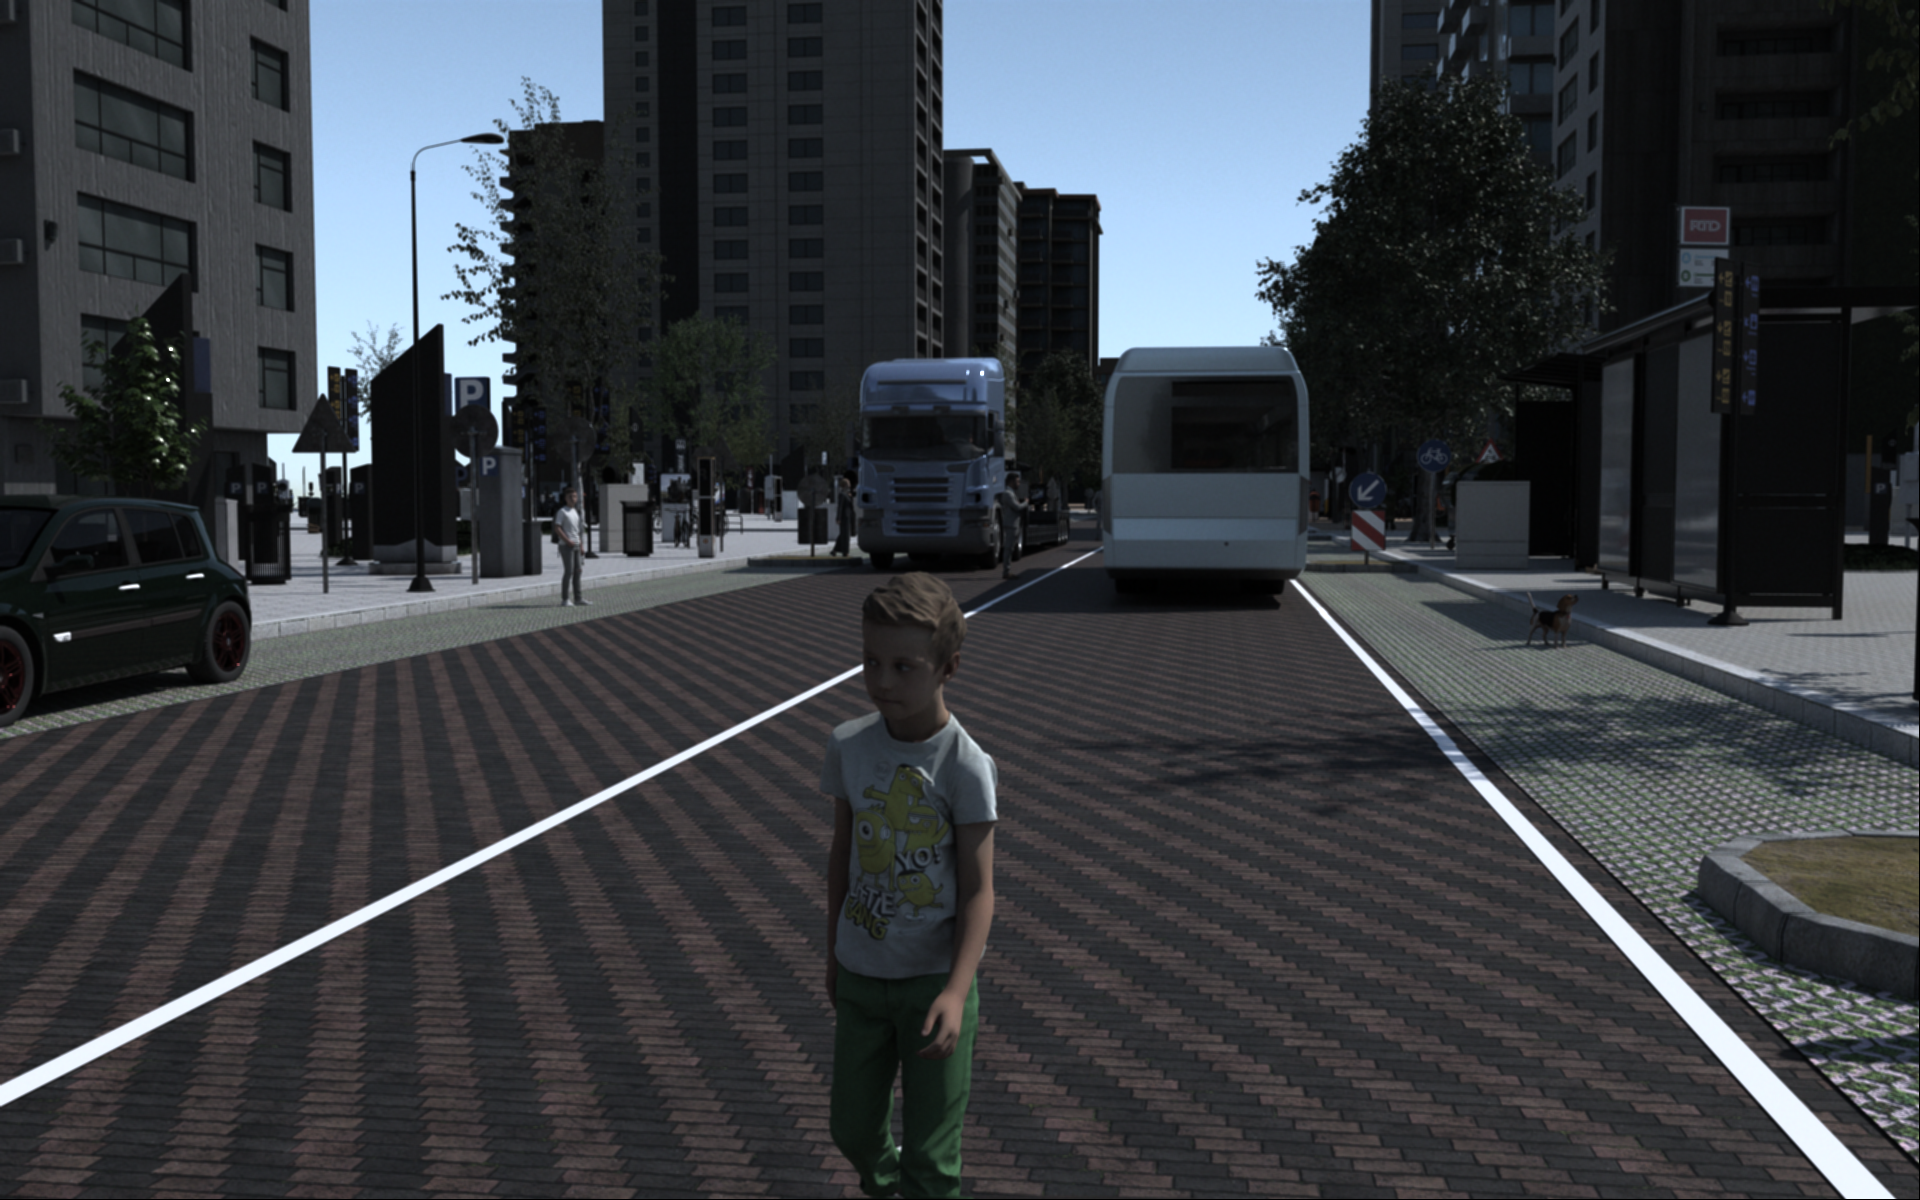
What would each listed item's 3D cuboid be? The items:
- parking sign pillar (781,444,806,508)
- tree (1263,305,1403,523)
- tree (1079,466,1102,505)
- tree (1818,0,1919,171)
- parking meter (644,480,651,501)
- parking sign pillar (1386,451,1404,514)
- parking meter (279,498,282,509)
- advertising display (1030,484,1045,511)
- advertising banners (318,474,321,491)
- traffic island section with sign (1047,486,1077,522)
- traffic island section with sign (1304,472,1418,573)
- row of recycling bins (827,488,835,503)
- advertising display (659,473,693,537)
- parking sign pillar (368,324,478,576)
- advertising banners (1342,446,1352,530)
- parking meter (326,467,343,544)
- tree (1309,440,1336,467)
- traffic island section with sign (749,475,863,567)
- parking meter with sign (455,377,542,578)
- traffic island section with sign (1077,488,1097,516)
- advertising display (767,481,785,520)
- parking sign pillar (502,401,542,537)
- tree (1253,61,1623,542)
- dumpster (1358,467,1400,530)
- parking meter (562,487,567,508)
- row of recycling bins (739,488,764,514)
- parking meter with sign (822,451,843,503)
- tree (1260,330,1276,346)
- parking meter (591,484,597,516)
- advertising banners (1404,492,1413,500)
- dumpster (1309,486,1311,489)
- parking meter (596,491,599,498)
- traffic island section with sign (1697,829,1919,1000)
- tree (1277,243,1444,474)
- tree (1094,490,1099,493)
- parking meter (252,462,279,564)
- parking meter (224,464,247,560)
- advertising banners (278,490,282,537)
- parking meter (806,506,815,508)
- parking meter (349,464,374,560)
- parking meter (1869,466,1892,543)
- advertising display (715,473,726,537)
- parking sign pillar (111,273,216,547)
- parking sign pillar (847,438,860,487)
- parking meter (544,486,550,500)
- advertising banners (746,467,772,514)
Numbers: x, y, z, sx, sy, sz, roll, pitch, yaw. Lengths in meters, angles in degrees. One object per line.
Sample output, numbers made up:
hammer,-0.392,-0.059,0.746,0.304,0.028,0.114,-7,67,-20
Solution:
parking sign pillar,-8.898,-6.378,92.757,1.447,3.967,1.447,1,4,13
tree,16.615,-8.674,76.228,8.767,10.594,7.601,1,4,12
tree,12.601,-10.846,161.044,4.285,4.588,4.351,0,3,0
tree,7.377,-3.729,11.328,4.737,8.622,4.395,0,3,0
parking meter,-12.419,-3.836,68.434,0.399,1.863,0.255,-3,5,-43
parking sign pillar,26.910,-7.277,107.452,1.447,3.967,1.447,-3,4,-37
parking meter,-47.929,-6.947,121.999,0.372,1.533,0.369,0,3,0
advertising display,4.791,-6.232,107.107,0.974,1.923,0.123,2,4,31
advertising banners,-53.950,-9.314,148.475,2.074,3.025,0.090,0,4,-3
traffic island section with sign,4.802,-4.901,88.759,1.989,1.847,2.006,1,4,8
traffic island section with sign,7.405,-1.442,32.207,1.989,1.847,2.006,1,4,8
row of recycling bins,-8.236,-6.944,120.641,3.534,1.692,1.069,2,4,33
advertising display,-8.506,-2.853,51.861,0.974,1.923,0.123,0,4,-3
parking sign pillar,-8.791,-2.409,27.854,1.447,3.967,1.447,1,4,18
advertising banners,13.979,-4.060,62.572,0.090,3.025,2.074,0,4,5
parking meter,-13.227,-1.886,36.541,0.255,1.863,0.399,0,4,7
tree,21.085,-9.547,106.455,4.737,8.622,4.395,0,3,0
traffic island section with sign,-3.015,-1.593,34.666,1.989,1.847,2.006,1,4,8
parking meter with sign,-7.051,-1.860,26.675,0.543,3.016,1.738,1,4,15
traffic island section with sign,8.672,-6.533,115.436,1.989,1.847,2.006,1,4,8
advertising display,-9.264,-5.016,87.224,0.974,1.923,0.123,1,4,17
parking sign pillar,-13.099,-3.831,51.108,1.447,3.967,1.447,0,4,2
tree,12.507,-7.895,46.095,9.611,12.733,9.660,0,3,0
dumpster,15.039,-3.677,62.609,1.502,2.255,1.985,0,4,8
parking meter,-31.391,-8.062,137.519,0.399,1.863,0.255,-3,5,-41
row of recycling bins,-12.704,-6.497,113.331,3.534,1.692,1.069,-1,4,-19
parking meter with sign,-4.765,-4.591,71.318,1.738,3.016,0.543,-2,4,-26
tree,34.844,-21.190,202.344,12.611,20.169,13.585,0,3,0
parking meter,-21.489,-5.872,101.715,0.255,1.863,0.399,-1,4,-17
advertising banners,32.619,-7.843,124.422,2.074,3.025,0.090,-2,4,-30
dumpster,18.056,-5.280,92.087,1.264,1.857,1.865,0,4,8
parking meter,-25.629,-6.969,122.346,0.372,1.533,0.369,0,3,0
traffic island section with sign,3.540,0.190,5.529,1.989,1.847,2.006,1,4,8
tree,15.919,-8.704,68.073,9.928,11.665,9.643,0,3,0
tree,12.863,-10.657,168.841,1.663,3.219,1.824,0,3,0
parking meter,-12.804,-1.605,31.953,0.399,1.863,0.255,0,4,1
parking meter,-14.002,-1.699,33.493,0.399,1.863,0.255,-1,4,-21
advertising banners,-21.086,-3.380,51.454,0.090,3.025,2.074,2,4,34
parking meter,-7.060,-4.653,81.792,0.399,1.863,0.255,3,5,42
parking meter,-11.588,-1.702,33.534,0.399,1.863,0.255,0,4,3
parking meter,19.060,-1.844,35.856,0.399,1.863,0.255,2,4,28
advertising display,-7.385,-2.870,52.135,0.123,1.923,0.974,2,4,27
parking sign pillar,-9.953,-2.028,21.637,1.447,3.967,1.447,2,4,26
parking sign pillar,-4.490,-5.465,77.831,1.447,3.967,1.447,3,5,43
parking meter,-28.354,-6.922,118.891,0.255,1.863,0.399,-2,4,-34
advertising banners,-12.622,-6.979,110.300,2.074,3.025,0.090,0,4,4
